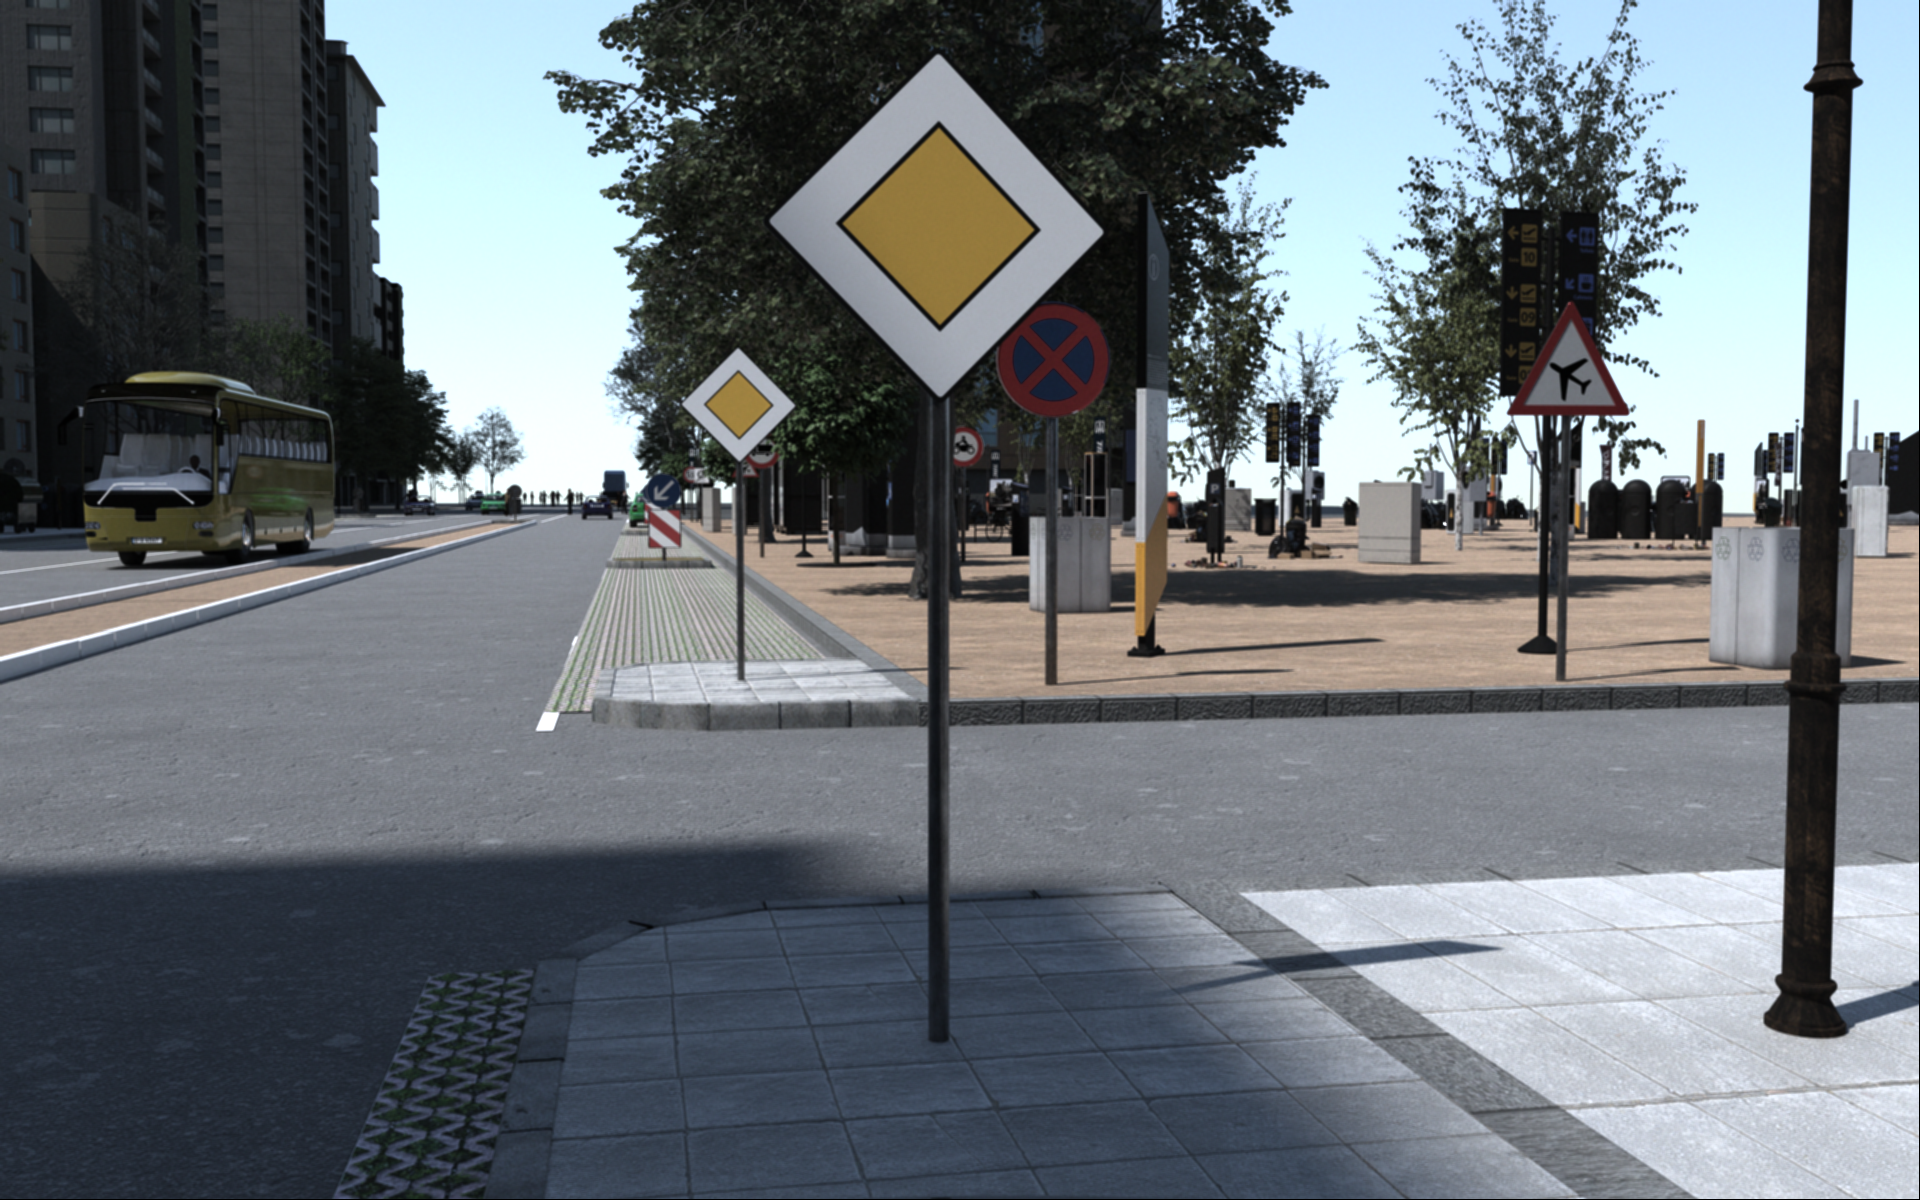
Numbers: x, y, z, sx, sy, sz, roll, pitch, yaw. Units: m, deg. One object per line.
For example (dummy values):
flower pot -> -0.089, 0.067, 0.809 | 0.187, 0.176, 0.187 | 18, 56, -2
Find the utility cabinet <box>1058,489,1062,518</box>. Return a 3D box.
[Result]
utility cabinet -> 3.826, -3.648, 68.324 | 0.318, 1.500, 1.173 | -1, 4, -13

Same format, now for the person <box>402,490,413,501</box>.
person -> -40.907, -7.327, 128.811 | 1.217, 1.766, 0.721 | -3, 5, -42

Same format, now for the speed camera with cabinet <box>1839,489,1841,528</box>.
speed camera with cabinet -> 30.009, -3.919, 58.407 | 2.038, 3.252, 0.660 | 0, 4, -8

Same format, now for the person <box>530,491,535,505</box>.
person -> -55.917, -13.335, 226.470 | 0.705, 1.831, 1.348 | 0, 4, 6

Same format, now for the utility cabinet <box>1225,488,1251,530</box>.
utility cabinet -> 9.590, -3.177, 60.617 | 1.173, 1.500, 0.318 | 0, 4, 6

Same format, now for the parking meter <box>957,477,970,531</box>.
parking meter -> 0.120, -3.356, 60.575 | 0.399, 1.863, 0.255 | 2, 4, 35

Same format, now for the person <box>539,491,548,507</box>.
person -> -45.370, -11.034, 188.903 | 1.348, 1.824, 0.705 | 2, 4, 28

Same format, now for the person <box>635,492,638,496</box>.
person -> -44.202, -13.952, 237.328 | 0.721, 1.736, 1.217 | 1, 4, 15

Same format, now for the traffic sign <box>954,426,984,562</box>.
traffic sign -> 0.061, -1.984, 32.552 | 0.768, 2.556, 0.104 | 0, 4, -4

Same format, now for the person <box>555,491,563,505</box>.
person -> -50.973, -12.929, 219.514 | 1.348, 1.869, 0.705 | 0, 4, -4

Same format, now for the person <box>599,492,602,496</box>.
person -> -45.746, -12.914, 220.566 | 0.530, 1.710, 0.541 | 0, 4, -8

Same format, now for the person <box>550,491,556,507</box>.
person -> -46.033, -11.418, 195.898 | 0.721, 1.743, 1.217 | 1, 4, 19

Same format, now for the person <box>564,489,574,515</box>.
person -> -27.371, -6.902, 121.365 | 0.705, 1.821, 1.348 | -3, 5, -40

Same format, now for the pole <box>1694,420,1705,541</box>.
pole -> 20.335, -3.288, 47.608 | 0.158, 3.312, 0.155 | 0, 3, 0

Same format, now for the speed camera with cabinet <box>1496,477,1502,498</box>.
speed camera with cabinet -> 28.252, -5.967, 91.894 | 0.660, 3.252, 2.038 | 2, 4, 30

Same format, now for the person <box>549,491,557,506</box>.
person -> -49.413, -12.330, 210.038 | 0.705, 1.831, 1.348 | 2, 4, 34

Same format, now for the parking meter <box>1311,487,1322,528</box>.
parking meter -> 13.631, -3.536, 66.227 | 0.372, 1.533, 0.369 | 0, 3, 0

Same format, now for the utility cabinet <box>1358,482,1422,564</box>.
utility cabinet -> 7.908, -1.418, 31.863 | 0.318, 1.500, 1.173 | -3, 5, -40

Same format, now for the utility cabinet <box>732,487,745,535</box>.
utility cabinet -> -6.911, -2.778, 54.095 | 0.318, 1.500, 1.173 | -1, 4, -13

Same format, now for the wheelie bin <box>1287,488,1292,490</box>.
wheelie bin -> 16.125, -4.715, 85.005 | 0.693, 1.594, 0.980 | 2, 4, 25

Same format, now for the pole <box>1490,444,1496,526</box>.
pole -> 21.629, -4.673, 70.250 | 0.158, 3.312, 0.155 | 0, 3, 0

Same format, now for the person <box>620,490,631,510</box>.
person -> -30.244, -8.997, 155.623 | 1.348, 1.821, 0.705 | -2, 4, -25

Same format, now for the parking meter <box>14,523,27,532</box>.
parking meter -> -32.058, -3.097, 59.040 | 0.372, 1.533, 0.369 | 0, 3, 0

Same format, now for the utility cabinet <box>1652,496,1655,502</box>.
utility cabinet -> 29.631, -3.874, 74.499 | 0.306, 1.237, 1.020 | 2, 4, 29

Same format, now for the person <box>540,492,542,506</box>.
person -> -51.367, -12.392, 211.904 | 0.721, 1.735, 1.217 | -1, 4, -18

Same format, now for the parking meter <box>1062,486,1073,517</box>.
parking meter -> 3.512, -2.950, 56.652 | 0.372, 1.533, 0.369 | 0, 3, 0

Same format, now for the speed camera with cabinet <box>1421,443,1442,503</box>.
speed camera with cabinet -> 18.813, -4.431, 66.777 | 0.660, 3.252, 2.038 | -3, 5, -39

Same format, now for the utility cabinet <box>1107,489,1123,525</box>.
utility cabinet -> 6.262, -3.785, 70.563 | 0.318, 1.500, 1.173 | 2, 4, 30

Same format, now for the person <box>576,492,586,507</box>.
person -> -42.932, -11.438, 196.338 | 1.217, 1.723, 0.721 | -1, 4, -23

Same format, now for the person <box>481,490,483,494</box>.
person -> -53.231, -11.288, 192.924 | 0.709, 1.838, 0.599 | 1, 4, 15

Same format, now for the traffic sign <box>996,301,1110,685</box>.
traffic sign -> 0.613, -0.701, 11.568 | 0.768, 2.556, 0.104 | 0, 4, -7

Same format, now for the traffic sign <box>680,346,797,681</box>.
traffic sign -> -1.510, -0.503, 11.861 | 0.795, 2.450, 0.064 | -1, 4, -10

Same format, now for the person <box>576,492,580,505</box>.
person -> -52.503, -13.992, 238.048 | 0.721, 1.735, 1.217 | 1, 4, 10

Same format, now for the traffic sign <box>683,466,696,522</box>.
traffic sign -> -12.260, -4.833, 79.127 | 0.768, 2.556, 0.104 | 0, 4, -6

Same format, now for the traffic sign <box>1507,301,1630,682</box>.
traffic sign -> 4.118, -0.721, 11.799 | 0.884, 2.594, 0.081 | -1, 4, -9

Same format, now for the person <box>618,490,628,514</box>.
person -> -24.115, -7.014, 123.976 | 0.445, 1.727, 0.742 | 3, 4, 38

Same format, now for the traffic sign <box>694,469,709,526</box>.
traffic sign -> -10.232, -4.071, 68.695 | 0.606, 2.300, 0.079 | 0, 4, -5

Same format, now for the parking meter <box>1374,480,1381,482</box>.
parking meter -> 17.411, -4.051, 71.951 | 0.399, 1.863, 0.255 | -1, 4, -10

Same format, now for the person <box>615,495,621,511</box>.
person -> -28.599, -8.162, 145.210 | 1.065, 1.426, 0.557 | 3, 5, 40

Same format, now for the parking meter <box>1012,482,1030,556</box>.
parking meter -> 1.264, -1.699, 36.183 | 0.372, 1.533, 0.369 | 0, 3, 0

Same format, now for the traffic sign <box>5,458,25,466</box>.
traffic sign -> -33.442, -3.742, 61.288 | 0.768, 2.556, 0.104 | 0, 4, -1

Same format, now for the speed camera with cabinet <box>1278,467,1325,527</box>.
speed camera with cabinet -> 13.322, -4.474, 67.479 | 2.038, 3.252, 0.660 | -3, 4, -37

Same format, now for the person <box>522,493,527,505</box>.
person -> -54.993, -12.761, 218.617 | 0.593, 1.643, 0.415 | -3, 4, -39

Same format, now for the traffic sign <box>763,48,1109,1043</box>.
traffic sign -> -0.053, -0.022, 4.009 | 0.795, 2.450, 0.064 | -1, 4, -10

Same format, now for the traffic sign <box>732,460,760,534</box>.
traffic sign -> -6.812, -3.366, 55.045 | 0.884, 2.594, 0.081 | 0, 4, -6

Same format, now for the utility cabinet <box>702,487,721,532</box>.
utility cabinet -> -8.364, -3.042, 58.417 | 0.318, 1.500, 1.173 | -2, 4, -25

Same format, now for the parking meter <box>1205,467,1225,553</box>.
parking meter -> 5.536, -1.949, 37.582 | 0.399, 1.863, 0.255 | 1, 4, 20

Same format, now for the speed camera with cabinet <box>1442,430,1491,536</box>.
speed camera with cabinet -> 15.836, -3.658, 54.149 | 0.660, 3.252, 2.038 | 0, 4, -3

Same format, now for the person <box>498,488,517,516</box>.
person -> -29.537, -6.401, 113.250 | 1.348, 1.812, 0.705 | 0, 4, 5

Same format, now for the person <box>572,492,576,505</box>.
person -> -49.221, -12.892, 220.001 | 1.217, 1.736, 0.721 | 0, 4, 5

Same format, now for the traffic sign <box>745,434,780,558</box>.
traffic sign -> -4.000, -2.132, 34.966 | 0.768, 2.556, 0.104 | -1, 4, -9
